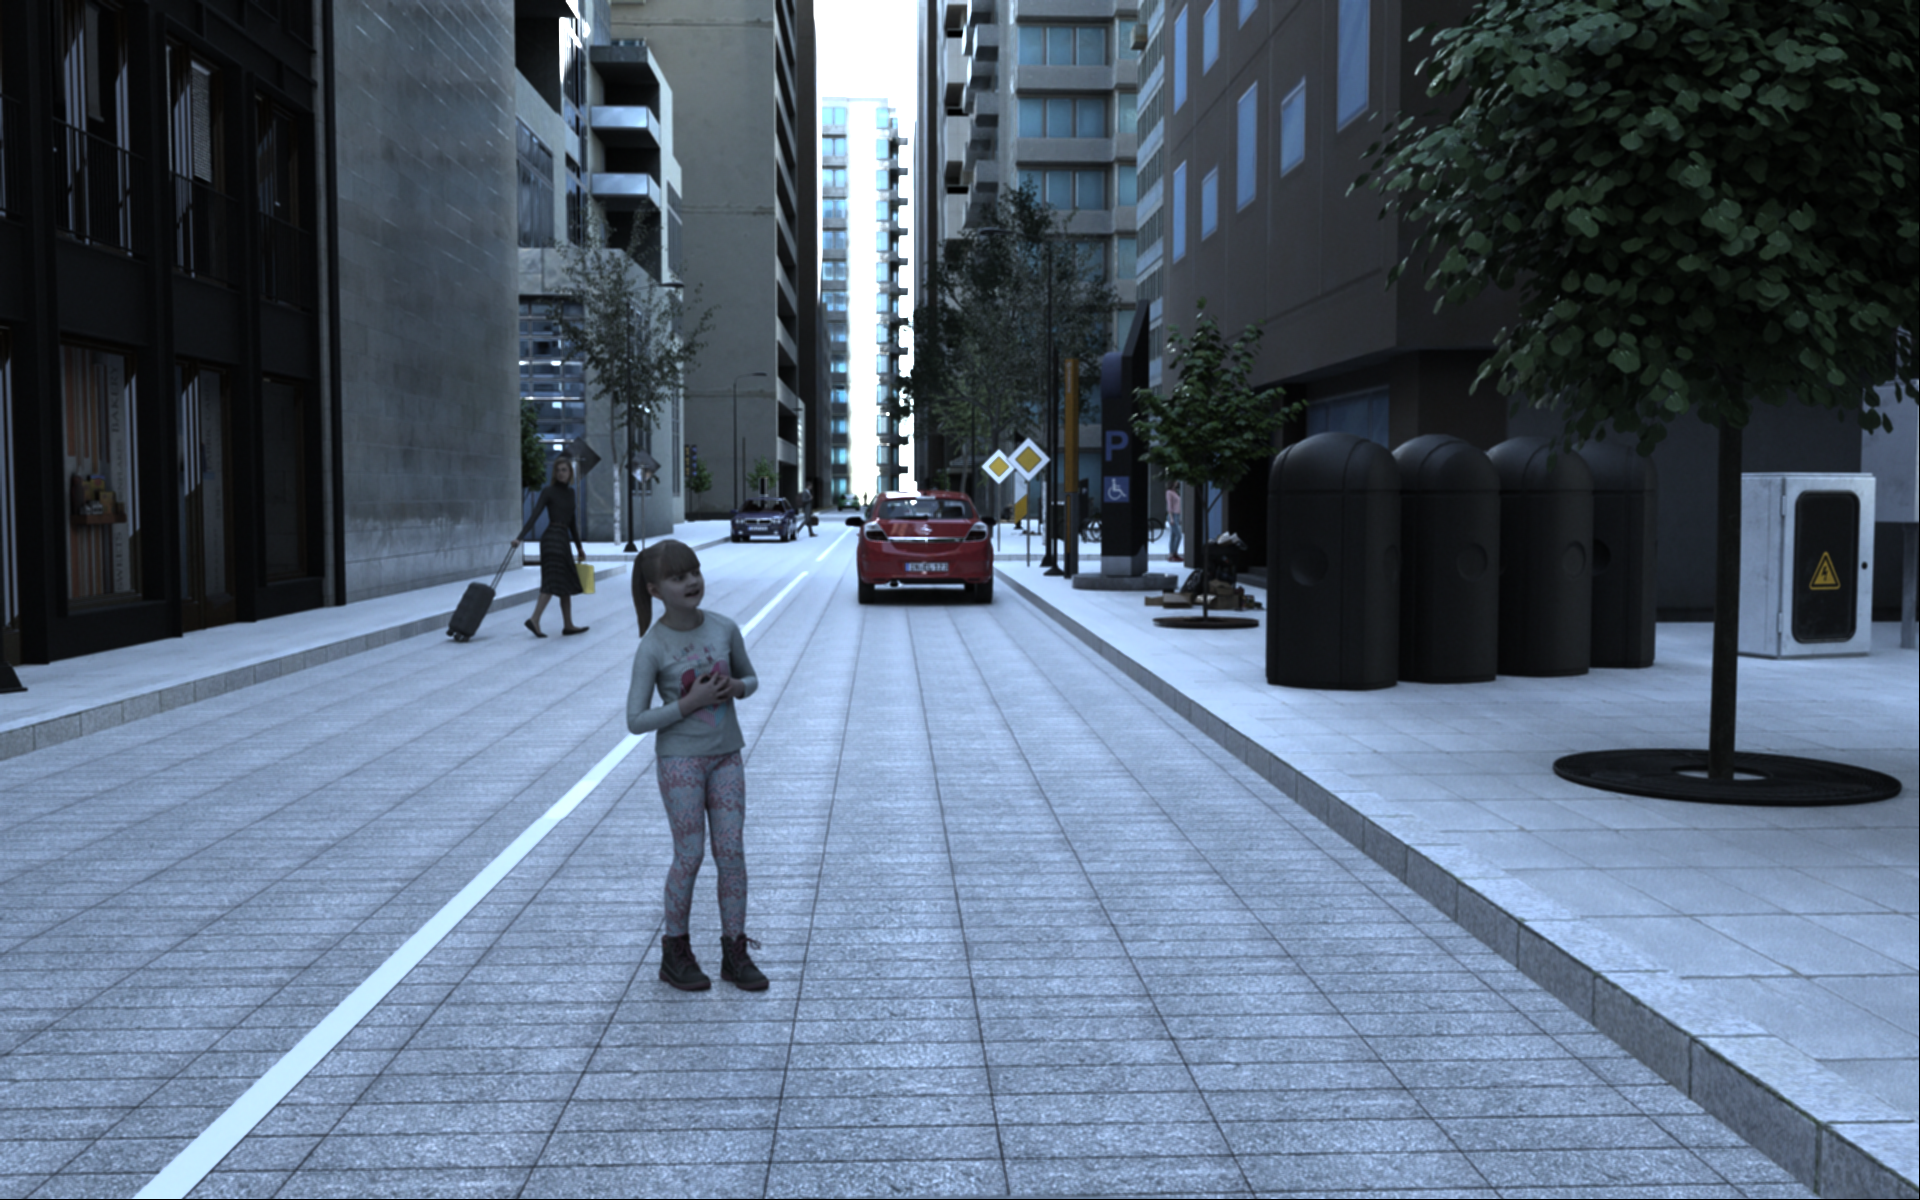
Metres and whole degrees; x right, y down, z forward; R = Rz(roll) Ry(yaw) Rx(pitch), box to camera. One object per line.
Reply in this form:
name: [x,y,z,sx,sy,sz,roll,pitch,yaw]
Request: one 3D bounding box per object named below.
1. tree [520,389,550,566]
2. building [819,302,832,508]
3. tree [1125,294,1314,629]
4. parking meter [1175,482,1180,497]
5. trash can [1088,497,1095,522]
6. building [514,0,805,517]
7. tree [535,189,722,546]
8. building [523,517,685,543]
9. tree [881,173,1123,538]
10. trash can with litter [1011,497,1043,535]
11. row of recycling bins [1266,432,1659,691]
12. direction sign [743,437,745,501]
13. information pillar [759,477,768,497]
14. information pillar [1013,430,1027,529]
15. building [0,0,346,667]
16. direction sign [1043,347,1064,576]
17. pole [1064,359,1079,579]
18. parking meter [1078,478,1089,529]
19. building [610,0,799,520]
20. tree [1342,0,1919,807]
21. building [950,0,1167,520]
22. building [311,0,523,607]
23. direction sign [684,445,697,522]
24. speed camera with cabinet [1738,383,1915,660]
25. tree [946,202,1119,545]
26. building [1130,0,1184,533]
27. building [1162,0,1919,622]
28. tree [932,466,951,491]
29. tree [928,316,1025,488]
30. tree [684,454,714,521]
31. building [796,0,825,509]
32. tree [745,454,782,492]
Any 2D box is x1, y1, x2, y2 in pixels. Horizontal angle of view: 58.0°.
tree: [-7.907,-2.253,31.434,1.663,3.219,1.824,0,3,0]
building: [-27.904,-20.198,175.273,28.899,21.520,27.650,0,4,-2]
tree: [2.352,-1.368,16.968,1.663,3.219,1.824,0,3,0]
parking meter: [9.082,-4.104,72.812,0.255,1.863,0.399,0,4,-8]
trash can: [5.669,-4.037,77.659,0.748,1.137,0.748,0,3,0]
building: [-22.465,-49.763,126.304,22.319,86.520,31.000,0,4,-2]
tree: [-8.267,-5.651,42.756,4.360,8.622,3.978,0,3,0]
building: [-20.690,-45.600,58.226,22.319,86.520,31.000,0,4,-2]
tree: [1.134,-7.086,50.271,7.601,10.594,8.767,1,4,18]
trash can with litter: [2.490,-2.650,54.390,1.678,1.210,2.233,-2,4,-35]
row of recycling bins: [3.697,-0.319,12.336,3.534,1.692,1.069,-2,4,-32]
direction sign: [-8.652,-4.737,69.452,0.379,3.537,0.876,0,4,-4]
information pillar: [-8.415,-4.268,74.279,0.304,2.012,0.304,1,4,13]
information pillar: [2.213,-4.390,63.127,0.504,3.616,0.183,-1,4,-11]
building: [-12.904,-11.100,11.157,12.332,23.373,15.834,0,4,-2]
direction sign: [1.501,-2.155,27.225,0.379,3.537,0.876,0,4,7]
pole: [1.687,-1.979,26.201,0.158,3.312,0.155,0,3,0]
parking meter: [4.439,-3.494,62.842,0.399,1.863,0.255,-2,4,-25]
building: [-20.063,-28.745,93.678,21.300,48.544,21.600,0,4,-2]
tree: [3.366,-1.469,7.726,4.285,4.588,4.351,0,3,0]
building: [11.607,-29.271,98.194,23.786,49.044,30.456,0,4,-2]
building: [-15.753,-10.342,23.849,16.860,20.320,10.420,0,4,-2]
direction sign: [-12.396,-5.363,79.676,0.379,3.537,0.876,2,4,30]
speed camera with cabinet: [7.158,-1.193,13.847,2.038,3.252,0.660,-1,4,-20]
tree: [1.887,-5.664,42.969,4.360,8.622,3.978,0,3,0]
building: [18.508,-22.157,54.150,23.993,40.220,32.217,0,4,-2]
building: [10.776,-22.793,22.774,14.600,45.320,14.200,0,4,-2]
tree: [-1.034,-7.501,117.238,1.663,3.219,1.824,0,3,0]
tree: [0.900,-7.239,68.715,4.737,8.622,4.395,0,3,0]
tree: [-12.653,-5.420,83.213,1.663,3.219,1.824,0,3,0]
building: [-19.171,-30.591,150.280,14.600,45.320,14.200,0,4,-2]
tree: [-9.508,-5.398,82.856,1.663,3.219,1.824,0,3,0]
